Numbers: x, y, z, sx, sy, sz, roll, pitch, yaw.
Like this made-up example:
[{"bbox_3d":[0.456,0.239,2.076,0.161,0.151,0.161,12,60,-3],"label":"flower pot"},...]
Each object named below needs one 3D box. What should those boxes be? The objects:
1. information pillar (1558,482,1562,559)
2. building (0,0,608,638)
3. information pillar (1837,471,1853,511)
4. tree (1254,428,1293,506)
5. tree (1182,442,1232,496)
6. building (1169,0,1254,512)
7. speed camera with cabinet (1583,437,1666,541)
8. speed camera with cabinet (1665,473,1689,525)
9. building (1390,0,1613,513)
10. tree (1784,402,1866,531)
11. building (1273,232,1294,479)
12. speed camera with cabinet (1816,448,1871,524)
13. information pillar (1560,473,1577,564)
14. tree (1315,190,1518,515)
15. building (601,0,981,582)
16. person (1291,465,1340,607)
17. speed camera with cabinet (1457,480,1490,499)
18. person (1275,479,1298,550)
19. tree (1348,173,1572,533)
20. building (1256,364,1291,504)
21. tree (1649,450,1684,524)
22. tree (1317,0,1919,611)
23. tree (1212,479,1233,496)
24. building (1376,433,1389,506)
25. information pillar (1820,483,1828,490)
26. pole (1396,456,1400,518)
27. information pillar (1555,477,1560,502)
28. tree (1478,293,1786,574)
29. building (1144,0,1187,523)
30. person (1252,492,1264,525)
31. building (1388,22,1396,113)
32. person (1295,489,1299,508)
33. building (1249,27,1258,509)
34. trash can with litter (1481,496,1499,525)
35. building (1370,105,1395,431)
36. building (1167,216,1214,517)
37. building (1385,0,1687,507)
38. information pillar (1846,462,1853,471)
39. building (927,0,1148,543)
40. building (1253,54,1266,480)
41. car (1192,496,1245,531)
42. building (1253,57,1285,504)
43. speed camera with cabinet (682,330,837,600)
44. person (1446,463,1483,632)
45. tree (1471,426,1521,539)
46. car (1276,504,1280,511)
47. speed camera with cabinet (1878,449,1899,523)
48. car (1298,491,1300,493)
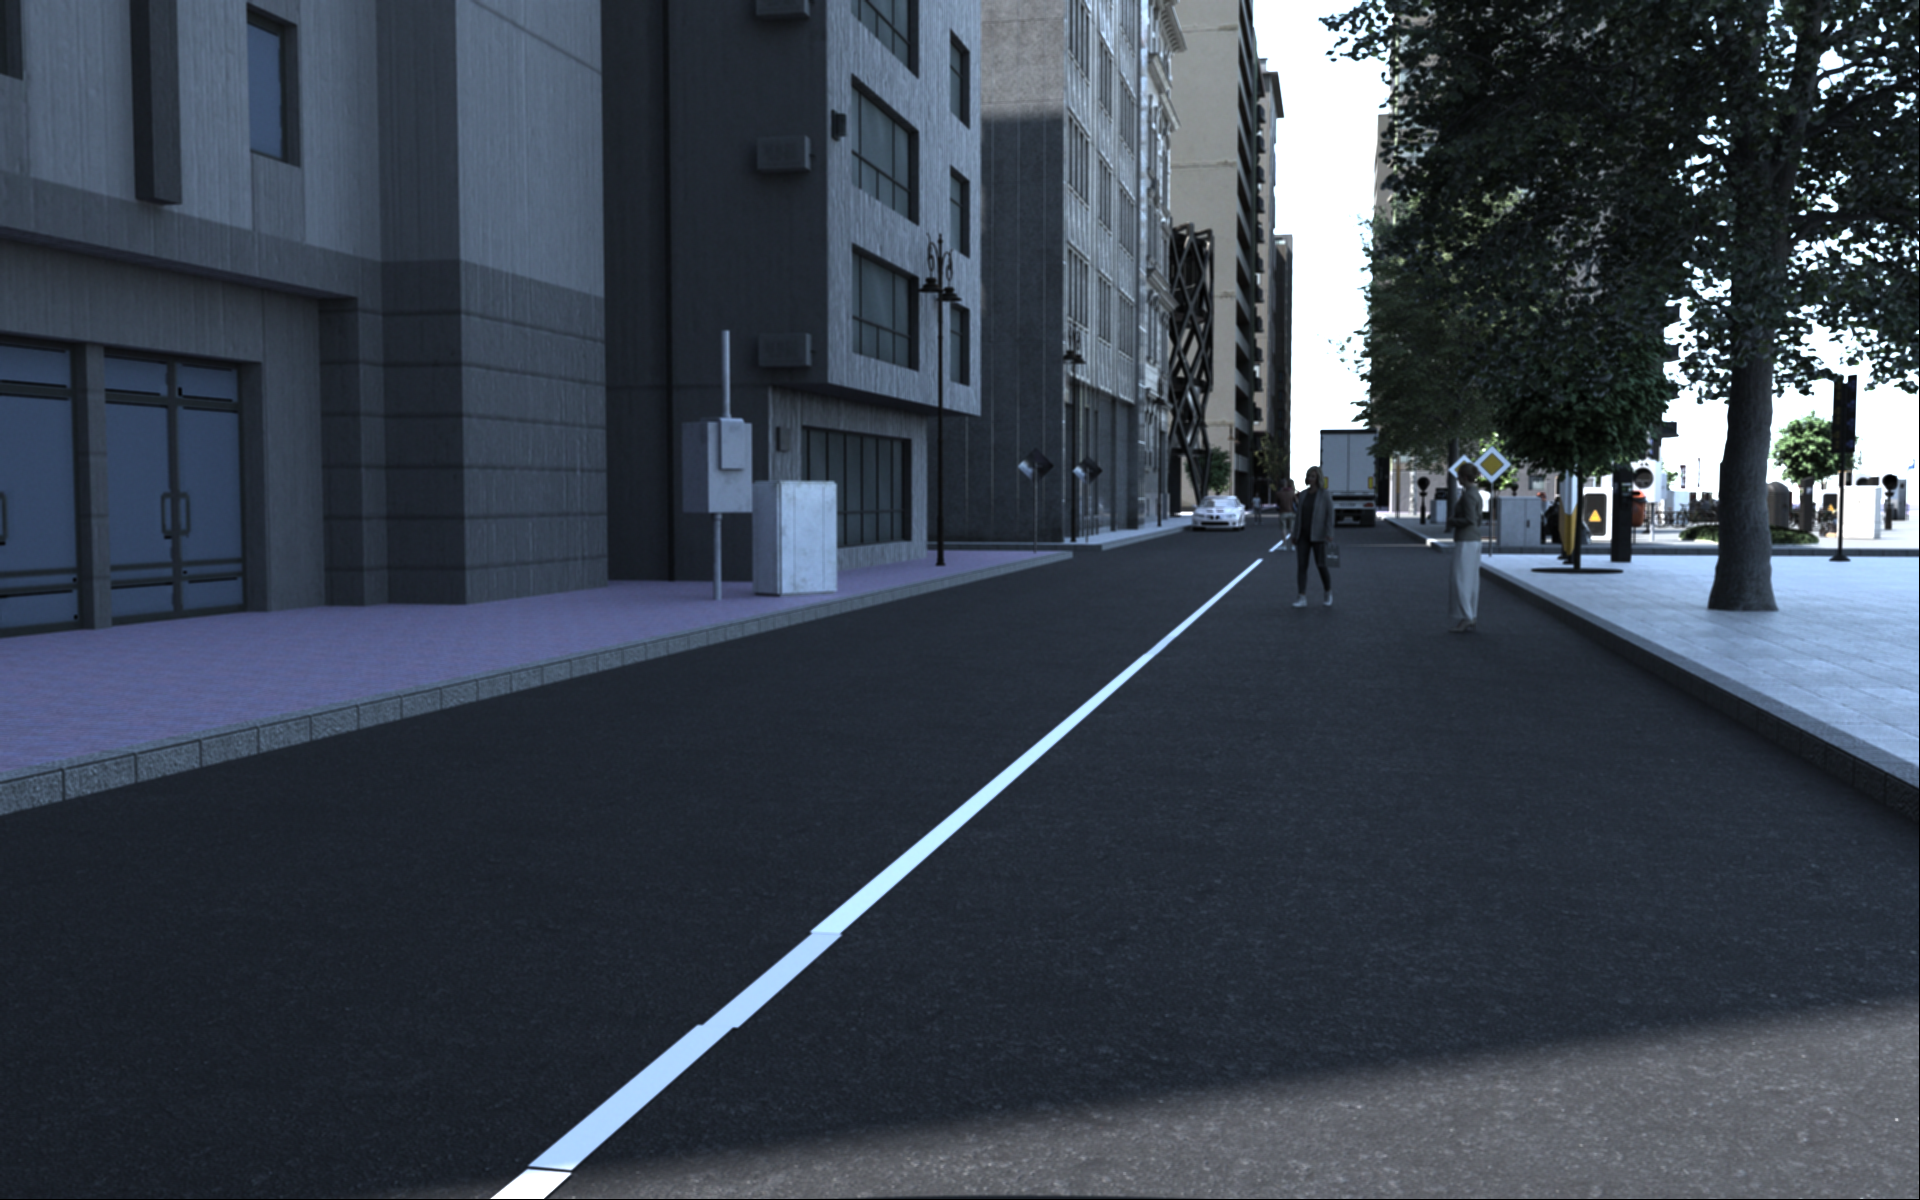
[{"bbox_3d":[11.880,-2.608,33.990,0.183,3.616,0.504,0,4,6],"label":"information pillar"},{"bbox_3d":[-18.098,-28.670,10.755,21.231,58.520,28.212,1,4,12],"label":"building"},{"bbox_3d":[28.442,-3.131,55.685,0.304,2.012,0.304,-1,4,-15],"label":"information pillar"},{"bbox_3d":[34.933,-14.894,193.879,4.737,8.622,4.395,0,3,0],"label":"tree"},{"bbox_3d":[15.384,-7.557,107.266,4.285,4.588,4.351,0,3,0],"label":"tree"},{"bbox_3d":[10.858,-31.055,131.446,21.300,48.544,21.600,1,4,12],"label":"building"},{"bbox_3d":[18.074,-3.248,47.433,2.038,3.252,0.660,3,4,38],"label":"speed camera with cabinet"},{"bbox_3d":[29.664,-4.787,72.599,2.038,3.252,0.660,-2,4,-28],"label":"speed camera with cabinet"},{"bbox_3d":[38.100,-26.910,123.577,14.154,41.232,14.086,1,4,12],"label":"building"},{"bbox_3d":[29.956,-4.735,61.131,4.285,4.588,4.351,0,3,0],"label":"tree"},{"bbox_3d":[43.629,-35.591,265.502,14.154,41.232,14.086,1,4,12],"label":"building"},{"bbox_3d":[38.290,-4.936,75.039,2.038,3.252,0.660,1,4,13],"label":"speed camera with cabinet"},{"bbox_3d":[11.261,-2.468,31.712,0.183,3.616,0.504,3,5,40],"label":"information pillar"},{"bbox_3d":[28.013,-15.216,104.677,12.611,20.169,13.585,0,3,0],"label":"tree"},{"bbox_3d":[-7.167,-15.939,32.300,14.107,30.474,14.160,1,4,12],"label":"building"},{"bbox_3d":[4.578,-0.819,22.066,0.709,1.800,0.728,3,5,43],"label":"person"},{"bbox_3d":[27.464,-6.014,92.662,2.038,3.252,0.660,1,4,16],"label":"speed camera with cabinet"},{"bbox_3d":[8.409,-2.196,44.384,0.573,1.828,0.580,3,5,42],"label":"person"},{"bbox_3d":[16.792,-8.506,57.203,7.486,12.596,7.792,0,3,0],"label":"tree"},{"bbox_3d":[32.604,-24.554,246.503,27.650,21.520,28.899,1,4,12],"label":"building"},{"bbox_3d":[30.650,-4.972,75.893,1.663,3.219,1.824,0,3,0],"label":"tree"},{"bbox_3d":[8.813,-6.866,18.914,9.857,13.997,8.962,0,3,0],"label":"tree"},{"bbox_3d":[17.777,-7.549,118.022,1.663,3.219,1.824,0,3,0],"label":"tree"},{"bbox_3d":[53.181,-52.543,171.752,22.319,86.520,31.000,1,4,12],"label":"building"},{"bbox_3d":[55.486,-6.531,111.274,0.304,2.012,0.304,-2,4,-28],"label":"information pillar"},{"bbox_3d":[23.350,-6.024,92.343,0.158,3.312,0.155,0,3,0],"label":"pole"},{"bbox_3d":[25.735,-4.269,74.290,0.304,2.012,0.304,3,5,44],"label":"information pillar"},{"bbox_3d":[10.130,-2.738,28.479,4.285,4.588,4.351,0,3,0],"label":"tree"},{"bbox_3d":[2.147,-17.722,77.140,14.401,28.519,23.554,1,4,12],"label":"building"},{"bbox_3d":[14.009,-4.302,81.429,0.503,1.515,0.523,-3,4,-36],"label":"person"},{"bbox_3d":[72.073,-50.179,258.675,20.563,71.187,20.611,1,4,12],"label":"building"},{"bbox_3d":[27.314,-8.057,140.169,1.348,1.831,0.705,1,4,19],"label":"person"},{"bbox_3d":[17.922,-28.444,148.656,14.154,41.232,14.086,1,4,12],"label":"building"},{"bbox_3d":[21.777,-3.716,71.822,2.233,1.210,1.678,1,4,12],"label":"trash can with litter"},{"bbox_3d":[60.668,-35.773,208.598,21.300,48.544,21.600,1,4,12],"label":"building"},{"bbox_3d":[5.648,-14.058,97.294,16.820,18.784,16.811,1,4,12],"label":"building"},{"bbox_3d":[46.985,-29.919,143.795,22.147,44.769,28.867,1,4,12],"label":"building"},{"bbox_3d":[41.498,-5.484,81.019,0.504,3.616,0.183,0,4,5],"label":"information pillar"},{"bbox_3d":[-1.074,-14.535,55.666,12.078,24.808,19.932,1,4,12],"label":"building"},{"bbox_3d":[18.581,-31.606,171.380,22.147,44.769,28.867,1,4,12],"label":"building"},{"bbox_3d":[10.290,-3.445,68.693,2.083,1.381,4.827,1,4,13],"label":"car"},{"bbox_3d":[25.481,-38.380,216.752,28.713,52.752,27.495,1,4,12],"label":"building"},{"bbox_3d":[-2.487,-1.672,21.670,2.038,3.252,0.660,-3,5,-45],"label":"speed camera with cabinet"},{"bbox_3d":[5.279,-0.558,18.165,0.362,1.759,0.519,2,4,29],"label":"person"},{"bbox_3d":[15.112,-3.350,49.371,1.663,3.219,1.824,0,3,0],"label":"tree"},{"bbox_3d":[28.037,-8.492,148.436,1.945,1.707,3.694,1,4,14],"label":"car"},{"bbox_3d":[40.373,-5.009,76.231,2.038,3.252,0.660,-2,4,-25],"label":"speed camera with cabinet"},{"bbox_3d":[40.305,-11.852,202.447,2.281,1.827,5.304,1,4,11],"label":"car"}]
